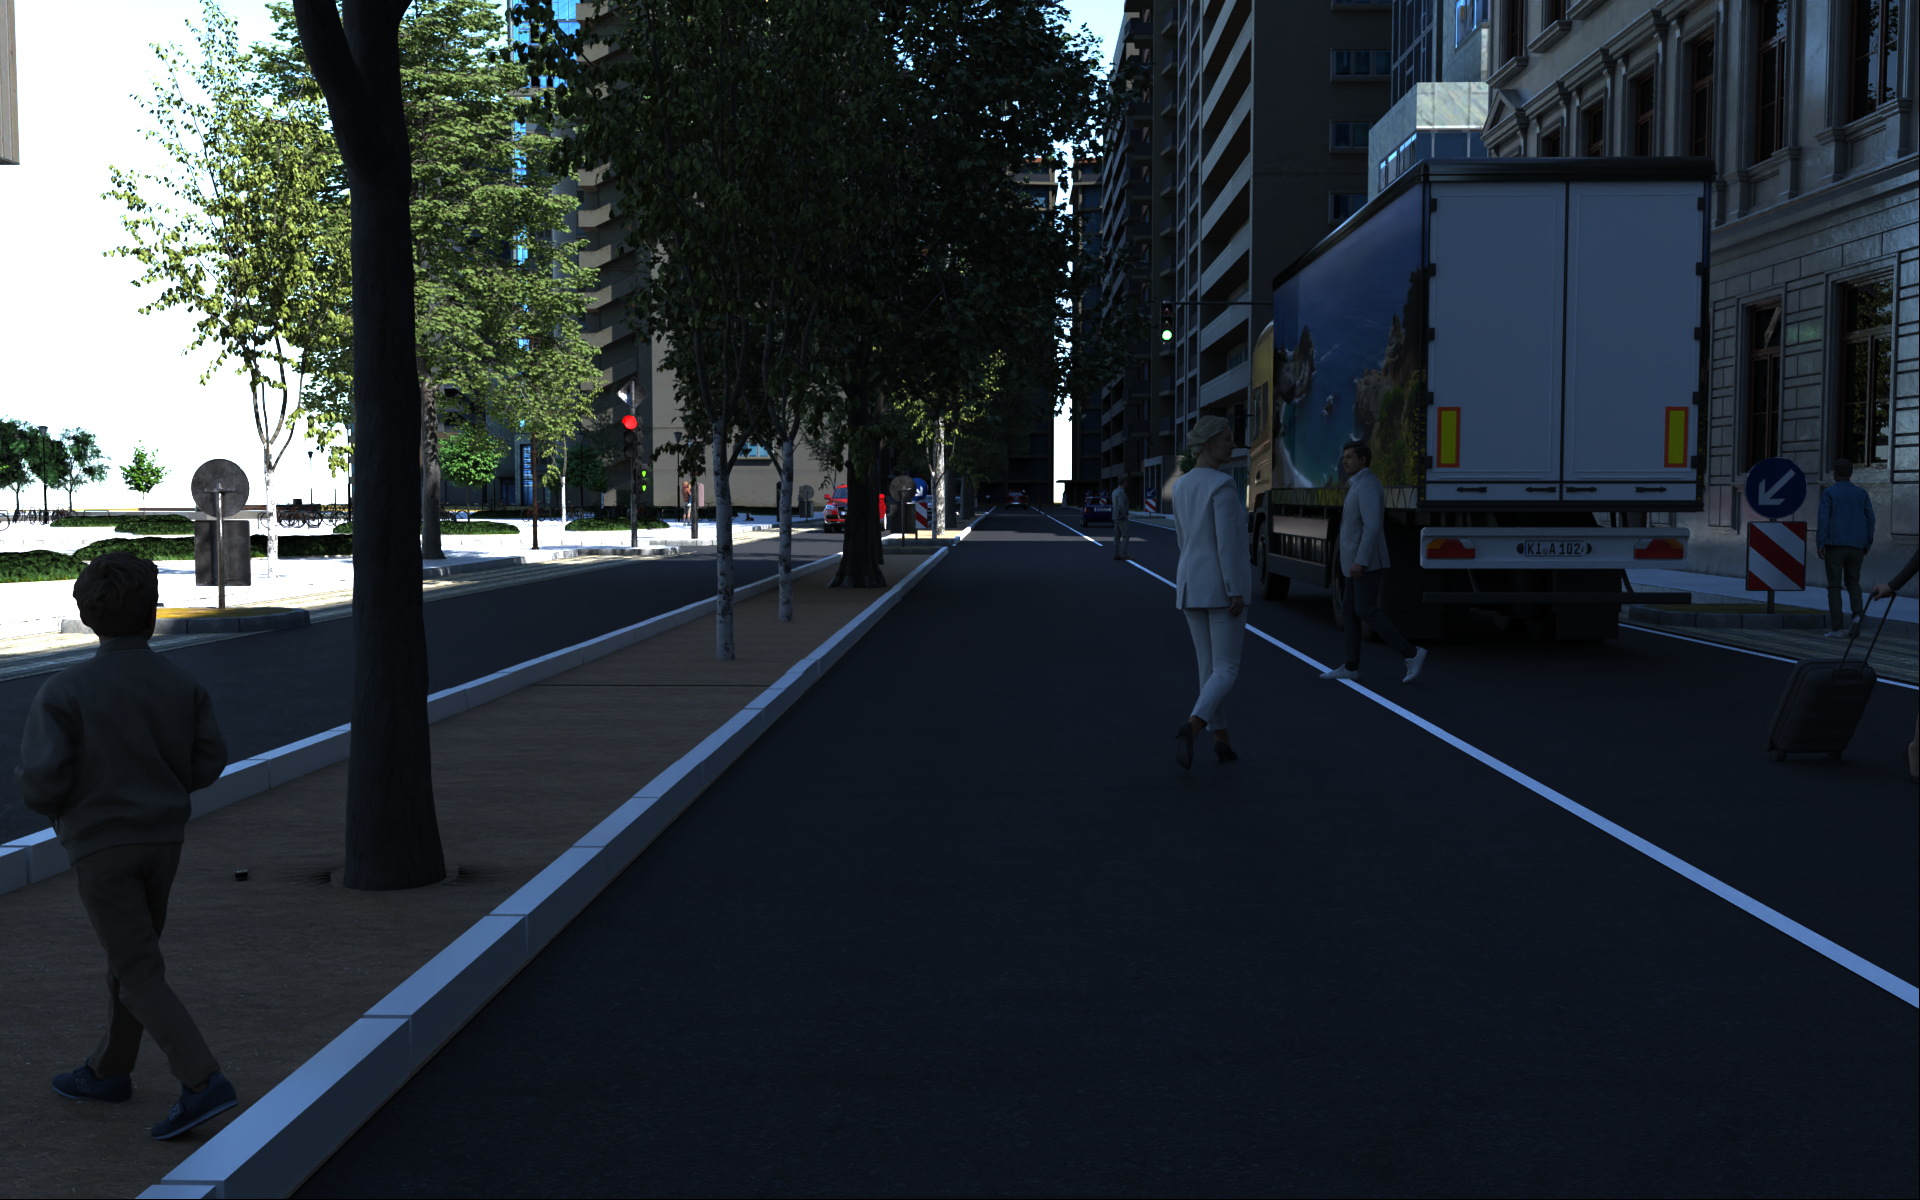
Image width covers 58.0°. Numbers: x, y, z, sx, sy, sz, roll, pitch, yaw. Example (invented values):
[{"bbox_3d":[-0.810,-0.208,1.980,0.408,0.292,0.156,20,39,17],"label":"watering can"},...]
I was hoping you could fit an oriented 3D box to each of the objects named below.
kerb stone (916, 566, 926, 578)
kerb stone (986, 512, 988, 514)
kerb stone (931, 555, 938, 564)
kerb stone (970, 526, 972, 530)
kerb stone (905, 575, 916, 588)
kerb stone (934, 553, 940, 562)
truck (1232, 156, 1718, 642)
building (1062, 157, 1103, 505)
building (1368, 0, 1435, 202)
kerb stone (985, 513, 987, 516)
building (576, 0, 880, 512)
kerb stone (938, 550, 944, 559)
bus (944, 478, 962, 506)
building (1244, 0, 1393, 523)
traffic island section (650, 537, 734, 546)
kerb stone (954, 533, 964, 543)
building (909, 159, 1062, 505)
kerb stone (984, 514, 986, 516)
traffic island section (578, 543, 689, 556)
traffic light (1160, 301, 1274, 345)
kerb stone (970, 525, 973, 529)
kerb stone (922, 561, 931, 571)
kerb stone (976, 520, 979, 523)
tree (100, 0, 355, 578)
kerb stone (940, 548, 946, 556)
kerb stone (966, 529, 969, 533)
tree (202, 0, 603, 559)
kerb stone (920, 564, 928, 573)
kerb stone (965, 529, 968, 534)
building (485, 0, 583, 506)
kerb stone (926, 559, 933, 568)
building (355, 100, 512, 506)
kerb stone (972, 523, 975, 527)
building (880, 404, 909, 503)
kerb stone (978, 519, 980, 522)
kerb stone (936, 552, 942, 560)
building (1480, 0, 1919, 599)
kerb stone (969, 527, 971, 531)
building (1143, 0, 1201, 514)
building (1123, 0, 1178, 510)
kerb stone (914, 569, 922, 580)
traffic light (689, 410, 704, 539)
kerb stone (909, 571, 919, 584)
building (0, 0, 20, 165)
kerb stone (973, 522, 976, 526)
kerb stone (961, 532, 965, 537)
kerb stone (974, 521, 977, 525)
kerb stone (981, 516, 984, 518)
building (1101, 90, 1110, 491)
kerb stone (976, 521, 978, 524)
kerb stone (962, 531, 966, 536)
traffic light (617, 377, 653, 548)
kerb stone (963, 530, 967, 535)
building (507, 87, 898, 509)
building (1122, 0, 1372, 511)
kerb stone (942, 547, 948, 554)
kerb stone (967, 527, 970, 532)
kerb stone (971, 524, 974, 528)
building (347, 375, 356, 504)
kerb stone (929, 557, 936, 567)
[{"bbox_3d":[-0.709,-0.437,29.336,0.120,0.150,1.000,0,4,2],"label":"kerb stone"},{"bbox_3d":[1.518,-5.297,108.841,0.120,0.150,1.000,0,4,2],"label":"kerb stone"},{"bbox_3d":[-0.560,-0.749,34.455,0.120,0.150,1.000,0,4,2],"label":"kerb stone"},{"bbox_3d":[0.288,-2.601,64.722,0.120,0.150,1.000,0,4,2],"label":"kerb stone"},{"bbox_3d":[-0.794,-0.249,26.268,0.120,0.150,1.000,0,4,2],"label":"kerb stone"},{"bbox_3d":[-0.537,-0.813,35.487,0.120,0.150,1.000,0,4,2],"label":"kerb stone"},{"bbox_3d":[5.172,-1.903,20.035,2.839,4.237,11.283,0,4,1],"label":"truck"},{"bbox_3d":[26.687,-34.454,217.939,28.867,44.769,22.147,0,4,2],"label":"building"},{"bbox_3d":[27.366,-45.429,55.431,31.000,86.520,22.319,0,4,2],"label":"building"},{"bbox_3d":[1.375,-4.986,103.717,0.120,0.150,1.000,0,4,2],"label":"kerb stone"},{"bbox_3d":[-17.669,-31.272,135.005,21.300,48.544,21.600,0,4,2],"label":"building"},{"bbox_3d":[-0.478,-0.939,37.540,0.120,0.150,1.000,0,4,2],"label":"kerb stone"},{"bbox_3d":[-0.662,-11.965,190.482,2.948,3.499,13.247,0,4,2],"label":"bus"},{"bbox_3d":[23.467,-28.136,83.721,21.300,48.544,21.600,0,4,2],"label":"building"},{"bbox_3d":[-7.607,-1.667,49.540,2.009,0.180,2.903,0,4,2],"label":"traffic island section"},{"bbox_3d":[-0.033,-1.911,53.442,0.120,0.150,1.000,0,4,2],"label":"kerb stone"},{"bbox_3d":[-2.264,-34.492,218.575,28.867,44.769,22.147,0,4,2],"label":"building"},{"bbox_3d":[1.261,-4.735,99.619,0.120,0.150,1.000,0,4,2],"label":"kerb stone"},{"bbox_3d":[-7.831,-1.179,41.558,2.009,0.180,2.903,0,4,2],"label":"traffic island section"},{"bbox_3d":[7.070,-4.050,40.882,4.771,5.953,1.251,0,4,2],"label":"traffic light"},{"bbox_3d":[0.309,-2.656,65.746,0.120,0.150,1.000,0,4,2],"label":"kerb stone"},{"bbox_3d":[-0.653,-0.561,31.379,0.120,0.150,1.000,0,4,2],"label":"kerb stone"},{"bbox_3d":[0.654,-3.415,78.036,0.120,0.150,1.000,0,4,2],"label":"kerb stone"},{"bbox_3d":[-10.440,-4.620,25.894,4.737,8.622,4.395,0,3,0],"label":"tree"},{"bbox_3d":[-0.445,-1.001,38.562,0.120,0.150,1.000,0,4,2],"label":"kerb stone"},{"bbox_3d":[0.142,-2.288,59.607,0.120,0.150,1.000,0,4,2],"label":"kerb stone"},{"bbox_3d":[-10.818,-7.068,33.694,7.486,12.596,7.792,0,3,0],"label":"tree"},{"bbox_3d":[-0.686,-0.499,30.358,0.120,0.150,1.000,0,4,2],"label":"kerb stone"},{"bbox_3d":[0.108,-2.223,58.575,0.120,0.150,1.000,0,4,2],"label":"kerb stone"},{"bbox_3d":[-35.731,-53.586,188.800,31.000,86.520,22.319,0,4,2],"label":"building"},{"bbox_3d":[-0.627,-0.624,32.401,0.120,0.150,1.000,0,4,2],"label":"kerb stone"},{"bbox_3d":[-58.387,-33.267,194.029,14.200,45.320,14.600,0,4,2],"label":"building"},{"bbox_3d":[0.425,-2.914,69.835,0.120,0.150,1.000,0,4,2],"label":"kerb stone"},{"bbox_3d":[-12.777,-25.818,193.831,14.107,30.474,14.160,0,4,2],"label":"building"},{"bbox_3d":[0.741,-3.603,81.110,0.120,0.150,1.000,0,4,2],"label":"kerb stone"},{"bbox_3d":[-0.504,-0.876,36.516,0.120,0.150,1.000,0,4,2],"label":"kerb stone"},{"bbox_3d":[16.937,-11.850,29.910,11.583,22.565,21.152,0,4,2],"label":"building"},{"bbox_3d":[0.224,-2.476,62.679,0.120,0.150,1.000,0,4,2],"label":"kerb stone"},{"bbox_3d":[23.152,-41.214,112.101,20.563,71.187,20.611,0,4,2],"label":"building"},{"bbox_3d":[24.419,-29.626,139.008,22.147,44.769,28.867,0,4,2],"label":"building"},{"bbox_3d":[-0.743,-0.370,28.315,0.120,0.150,1.000,0,4,2],"label":"kerb stone"},{"bbox_3d":[-5.474,-4.570,49.381,4.771,5.953,1.251,0,4,2],"label":"traffic light"},{"bbox_3d":[-0.765,-0.312,27.293,0.120,0.150,1.000,0,4,2],"label":"kerb stone"},{"bbox_3d":[-34.383,-26.636,24.741,27.495,52.752,28.713,0,4,2],"label":"building"},{"bbox_3d":[0.512,-3.101,72.915,0.120,0.150,1.000,0,4,2],"label":"kerb stone"},{"bbox_3d":[-0.010,-1.971,54.464,0.120,0.150,1.000,0,4,2],"label":"kerb stone"},{"bbox_3d":[0.567,-3.224,74.963,0.120,0.150,1.000,0,4,2],"label":"kerb stone"},{"bbox_3d":[1.055,-4.296,92.436,0.120,0.150,1.000,0,4,2],"label":"kerb stone"},{"bbox_3d":[26.534,-34.432,186.670,21.300,48.544,21.600,0,4,2],"label":"building"},{"bbox_3d":[0.594,-3.290,75.991,0.120,0.150,1.000,0,4,2],"label":"kerb stone"},{"bbox_3d":[0.024,-2.037,55.495,0.120,0.150,1.000,0,4,2],"label":"kerb stone"},{"bbox_3d":[-7.791,-3.211,41.422,0.839,4.253,0.868,0,4,2],"label":"traffic light"},{"bbox_3d":[0.077,-2.163,57.553,0.120,0.150,1.000,0,4,2],"label":"kerb stone"},{"bbox_3d":[-22.295,-28.550,158.671,32.217,40.220,23.993,0,4,2],"label":"building"},{"bbox_3d":[25.741,-33.100,164.891,21.300,48.544,21.600,0,4,2],"label":"building"},{"bbox_3d":[-0.421,-1.064,39.588,0.120,0.150,1.000,0,4,2],"label":"kerb stone"},{"bbox_3d":[0.203,-2.412,61.655,0.120,0.150,1.000,0,4,2],"label":"kerb stone"},{"bbox_3d":[0.366,-2.789,67.790,0.120,0.150,1.000,0,4,2],"label":"kerb stone"},{"bbox_3d":[-59.748,-23.195,224.283,28.899,21.520,27.650,0,4,2],"label":"building"},{"bbox_3d":[-0.599,-0.683,33.429,0.120,0.150,1.000,0,4,2],"label":"kerb stone"}]
